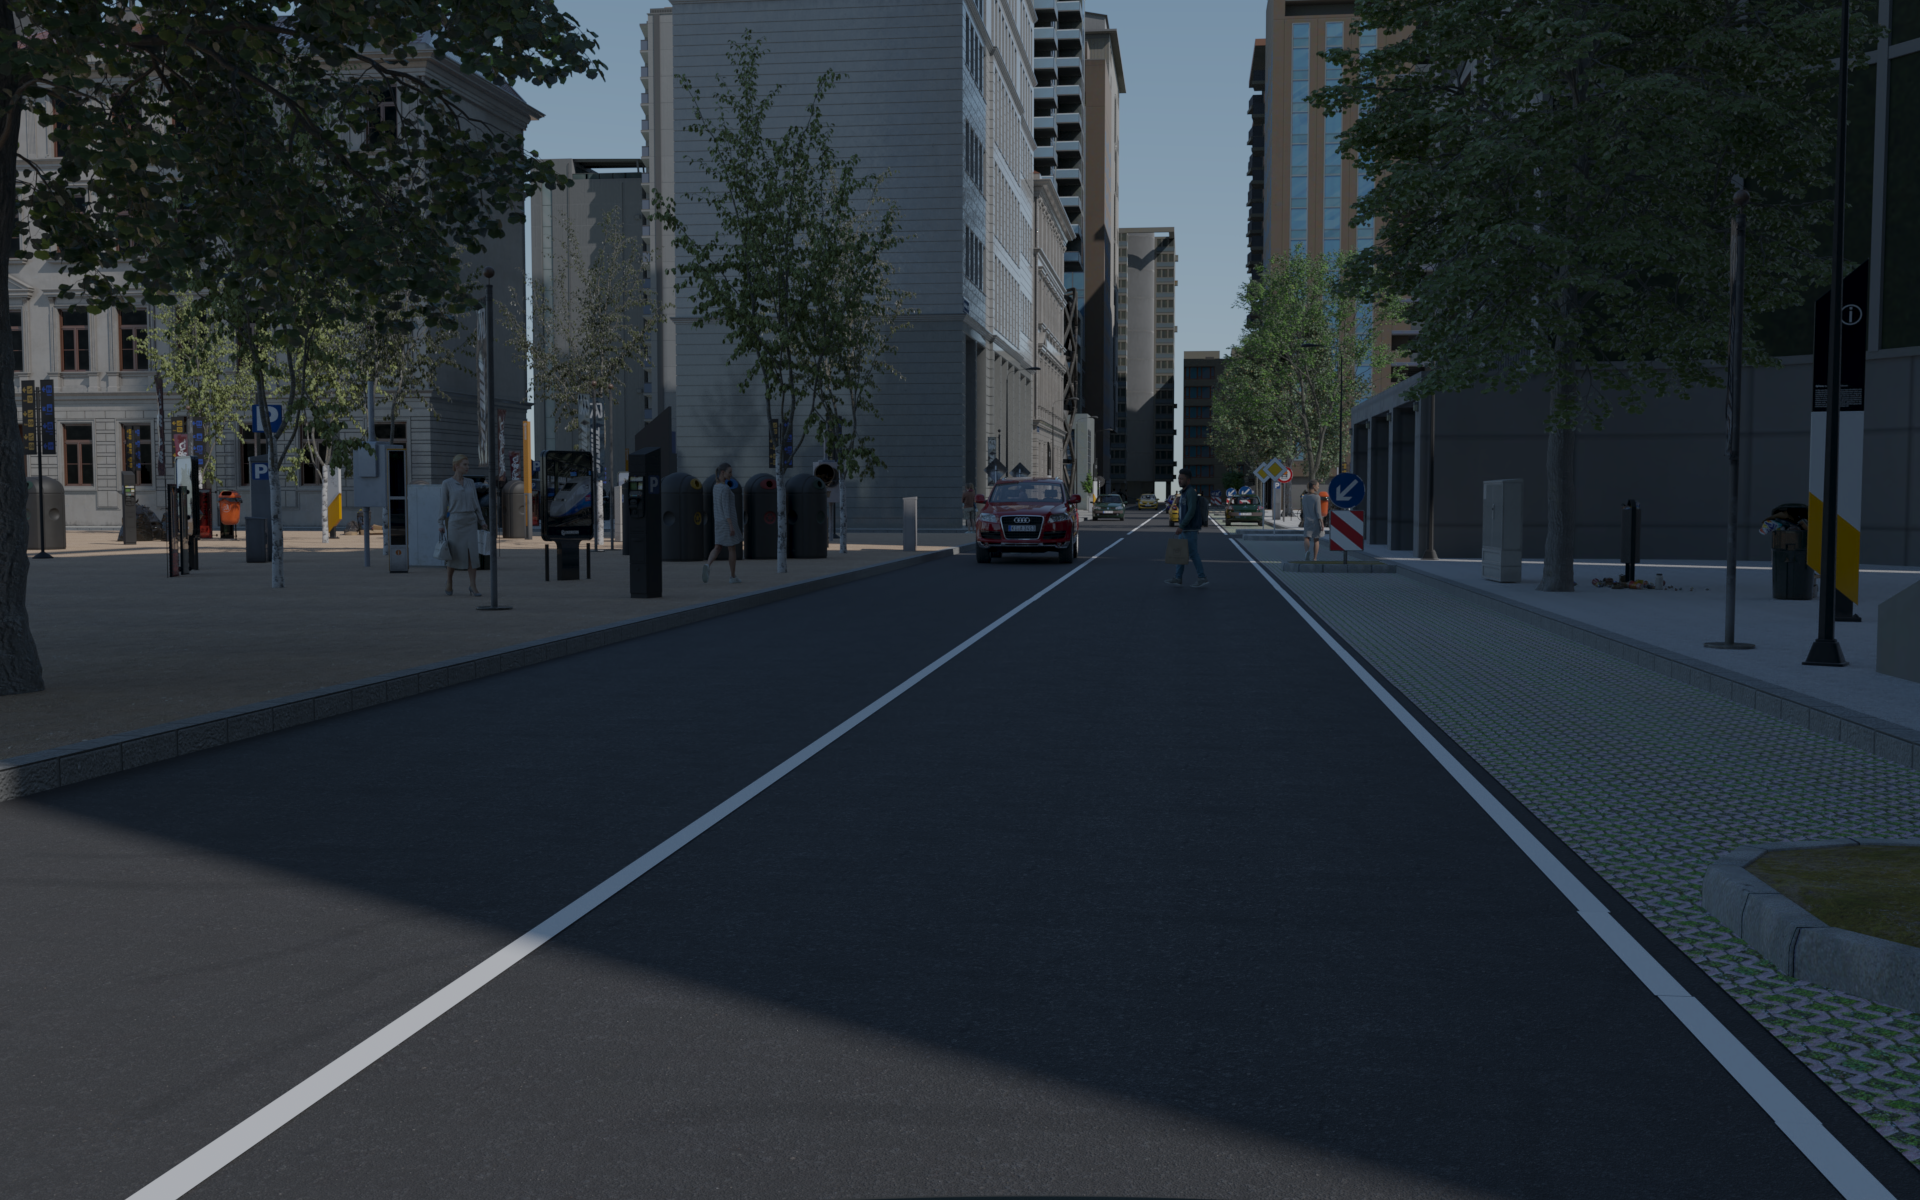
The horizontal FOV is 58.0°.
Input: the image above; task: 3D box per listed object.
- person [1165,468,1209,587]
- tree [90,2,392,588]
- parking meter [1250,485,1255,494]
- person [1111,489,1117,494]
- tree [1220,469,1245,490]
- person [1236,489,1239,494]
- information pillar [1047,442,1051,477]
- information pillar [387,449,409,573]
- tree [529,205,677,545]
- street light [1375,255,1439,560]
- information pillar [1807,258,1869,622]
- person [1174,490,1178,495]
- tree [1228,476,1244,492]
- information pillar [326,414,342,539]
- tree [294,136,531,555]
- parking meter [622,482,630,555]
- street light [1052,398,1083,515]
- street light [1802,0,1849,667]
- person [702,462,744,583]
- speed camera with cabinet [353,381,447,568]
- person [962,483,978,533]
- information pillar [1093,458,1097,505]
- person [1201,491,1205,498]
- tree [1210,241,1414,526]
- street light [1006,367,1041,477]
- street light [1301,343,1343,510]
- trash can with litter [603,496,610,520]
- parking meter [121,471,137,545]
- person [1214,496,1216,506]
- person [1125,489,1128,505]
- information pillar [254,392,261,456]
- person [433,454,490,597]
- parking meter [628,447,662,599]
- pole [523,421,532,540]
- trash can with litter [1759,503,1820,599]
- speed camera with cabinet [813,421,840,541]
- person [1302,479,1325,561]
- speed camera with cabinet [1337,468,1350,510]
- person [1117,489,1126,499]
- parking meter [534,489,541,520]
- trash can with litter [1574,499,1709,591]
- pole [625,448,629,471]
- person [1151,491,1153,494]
[{"bbox_3d":[3.471,-1.105,26.551,0.713,1.824,0.794,1,4,16],"label":"person"},{"bbox_3d":[-9.354,-4.457,23.242,4.737,8.622,4.395,0,3,0],"label":"tree"},{"bbox_3d":[19.748,-6.819,117.198,0.399,1.863,0.255,0,4,-5],"label":"parking meter"},{"bbox_3d":[14.829,-9.849,167.083,1.348,1.824,0.705,-3,4,-37],"label":"person"},{"bbox_3d":[33.641,-14.015,212.865,4.285,4.588,4.351,0,3,0],"label":"tree"},{"bbox_3d":[27.609,-10.196,172.757,0.705,1.823,1.348,0,4,6],"label":"person"},{"bbox_3d":[3.983,-5.265,77.442,0.183,3.616,0.504,1,4,15],"label":"information pillar"},{"bbox_3d":[-9.123,-1.445,28.119,0.304,2.012,0.304,-1,4,-15],"label":"information pillar"},{"bbox_3d":[-9.334,-5.700,43.555,4.360,8.622,3.978,0,3,0],"label":"tree"},{"bbox_3d":[8.648,-3.743,33.743,1.470,5.913,1.316,0,4,7],"label":"street light"},{"bbox_3d":[8.821,-1.593,17.395,0.504,3.616,0.183,1,4,23],"label":"information pillar"},{"bbox_3d":[18.201,-8.310,145.044,1.217,1.739,0.721,2,4,32],"label":"person"},{"bbox_3d":[30.733,-12.092,192.309,1.663,3.219,1.824,0,3,0],"label":"tree"},{"bbox_3d":[-17.910,-3.557,49.515,0.504,3.616,0.183,2,4,29],"label":"information pillar"},{"bbox_3d":[-11.997,-5.261,36.376,4.360,8.622,3.978,0,3,0],"label":"tree"},{"bbox_3d":[-6.915,-1.712,36.402,0.372,1.533,0.369,0,3,0],"label":"parking meter"},{"bbox_3d":[5.023,-6.793,83.610,1.470,5.913,1.316,0,4,7],"label":"street light"},{"bbox_3d":[5.971,-2.470,12.918,1.470,5.913,1.316,0,4,7],"label":"street light"},{"bbox_3d":[-3.383,-1.099,24.765,0.466,1.731,0.760,2,4,27],"label":"person"},{"bbox_3d":[-9.632,-2.209,30.455,2.038,3.252,0.660,1,4,18],"label":"speed camera with cabinet"},{"bbox_3d":[0.348,-3.238,61.412,0.573,1.828,0.580,0,4,6],"label":"person"},{"bbox_3d":[8.841,-7.462,113.362,0.183,3.616,0.504,2,4,30],"label":"information pillar"},{"bbox_3d":[27.285,-11.379,194.551,0.705,1.822,1.348,-1,4,-10],"label":"person"},{"bbox_3d":[14.405,-8.830,70.122,9.928,11.665,9.643,0,3,0],"label":"tree"},{"bbox_3d":[2.259,-5.560,63.449,1.470,5.913,1.316,0,4,7],"label":"street light"},{"bbox_3d":[11.200,-4.949,53.465,1.470,5.913,1.316,0,4,7],"label":"street light"},{"bbox_3d":[-17.500,-4.476,84.576,0.624,1.170,1.055,-3,5,-44],"label":"trash can with litter"},{"bbox_3d":[-21.014,-2.329,43.794,0.255,1.863,0.399,-3,4,-36],"label":"parking meter"},{"bbox_3d":[30.392,-11.937,206.897,0.421,1.427,0.697,0,4,-7],"label":"person"},{"bbox_3d":[19.191,-11.838,199.598,0.705,1.823,1.348,0,4,0],"label":"person"},{"bbox_3d":[-16.186,-2.972,39.947,0.183,3.616,0.504,-2,4,-27],"label":"information pillar"},{"bbox_3d":[-6.258,-0.942,21.803,0.694,1.780,0.624,-2,4,-28],"label":"person"},{"bbox_3d":[-3.887,-0.958,21.376,0.255,1.863,0.399,2,4,26],"label":"parking meter"},{"bbox_3d":[-12.117,-3.345,48.537,0.158,3.312,0.155,0,3,0],"label":"pole"},{"bbox_3d":[10.234,-0.606,21.295,0.624,1.170,1.055,2,4,33],"label":"trash can with litter"},{"bbox_3d":[-4.234,-3.208,46.794,2.038,3.252,0.660,-1,4,-21],"label":"speed camera with cabinet"},{"bbox_3d":[7.152,-1.581,35.096,0.466,1.731,0.760,1,4,14],"label":"person"},{"bbox_3d":[28.581,-8.201,128.416,2.038,3.252,0.660,0,4,-6],"label":"speed camera with cabinet"},{"bbox_3d":[16.197,-10.335,175.037,1.348,1.821,0.705,1,4,17],"label":"person"},{"bbox_3d":[-20.975,-4.757,86.186,0.372,1.533,0.369,0,3,0],"label":"parking meter"},{"bbox_3d":[9.368,-0.794,24.035,1.678,1.210,2.233,1,4,14],"label":"trash can with litter"},{"bbox_3d":[-14.875,-5.115,77.481,0.158,3.312,0.155,0,3,0],"label":"pole"},{"bbox_3d":[21.679,-11.350,194.751,0.721,1.739,1.217,-2,4,-35],"label":"person"}]
